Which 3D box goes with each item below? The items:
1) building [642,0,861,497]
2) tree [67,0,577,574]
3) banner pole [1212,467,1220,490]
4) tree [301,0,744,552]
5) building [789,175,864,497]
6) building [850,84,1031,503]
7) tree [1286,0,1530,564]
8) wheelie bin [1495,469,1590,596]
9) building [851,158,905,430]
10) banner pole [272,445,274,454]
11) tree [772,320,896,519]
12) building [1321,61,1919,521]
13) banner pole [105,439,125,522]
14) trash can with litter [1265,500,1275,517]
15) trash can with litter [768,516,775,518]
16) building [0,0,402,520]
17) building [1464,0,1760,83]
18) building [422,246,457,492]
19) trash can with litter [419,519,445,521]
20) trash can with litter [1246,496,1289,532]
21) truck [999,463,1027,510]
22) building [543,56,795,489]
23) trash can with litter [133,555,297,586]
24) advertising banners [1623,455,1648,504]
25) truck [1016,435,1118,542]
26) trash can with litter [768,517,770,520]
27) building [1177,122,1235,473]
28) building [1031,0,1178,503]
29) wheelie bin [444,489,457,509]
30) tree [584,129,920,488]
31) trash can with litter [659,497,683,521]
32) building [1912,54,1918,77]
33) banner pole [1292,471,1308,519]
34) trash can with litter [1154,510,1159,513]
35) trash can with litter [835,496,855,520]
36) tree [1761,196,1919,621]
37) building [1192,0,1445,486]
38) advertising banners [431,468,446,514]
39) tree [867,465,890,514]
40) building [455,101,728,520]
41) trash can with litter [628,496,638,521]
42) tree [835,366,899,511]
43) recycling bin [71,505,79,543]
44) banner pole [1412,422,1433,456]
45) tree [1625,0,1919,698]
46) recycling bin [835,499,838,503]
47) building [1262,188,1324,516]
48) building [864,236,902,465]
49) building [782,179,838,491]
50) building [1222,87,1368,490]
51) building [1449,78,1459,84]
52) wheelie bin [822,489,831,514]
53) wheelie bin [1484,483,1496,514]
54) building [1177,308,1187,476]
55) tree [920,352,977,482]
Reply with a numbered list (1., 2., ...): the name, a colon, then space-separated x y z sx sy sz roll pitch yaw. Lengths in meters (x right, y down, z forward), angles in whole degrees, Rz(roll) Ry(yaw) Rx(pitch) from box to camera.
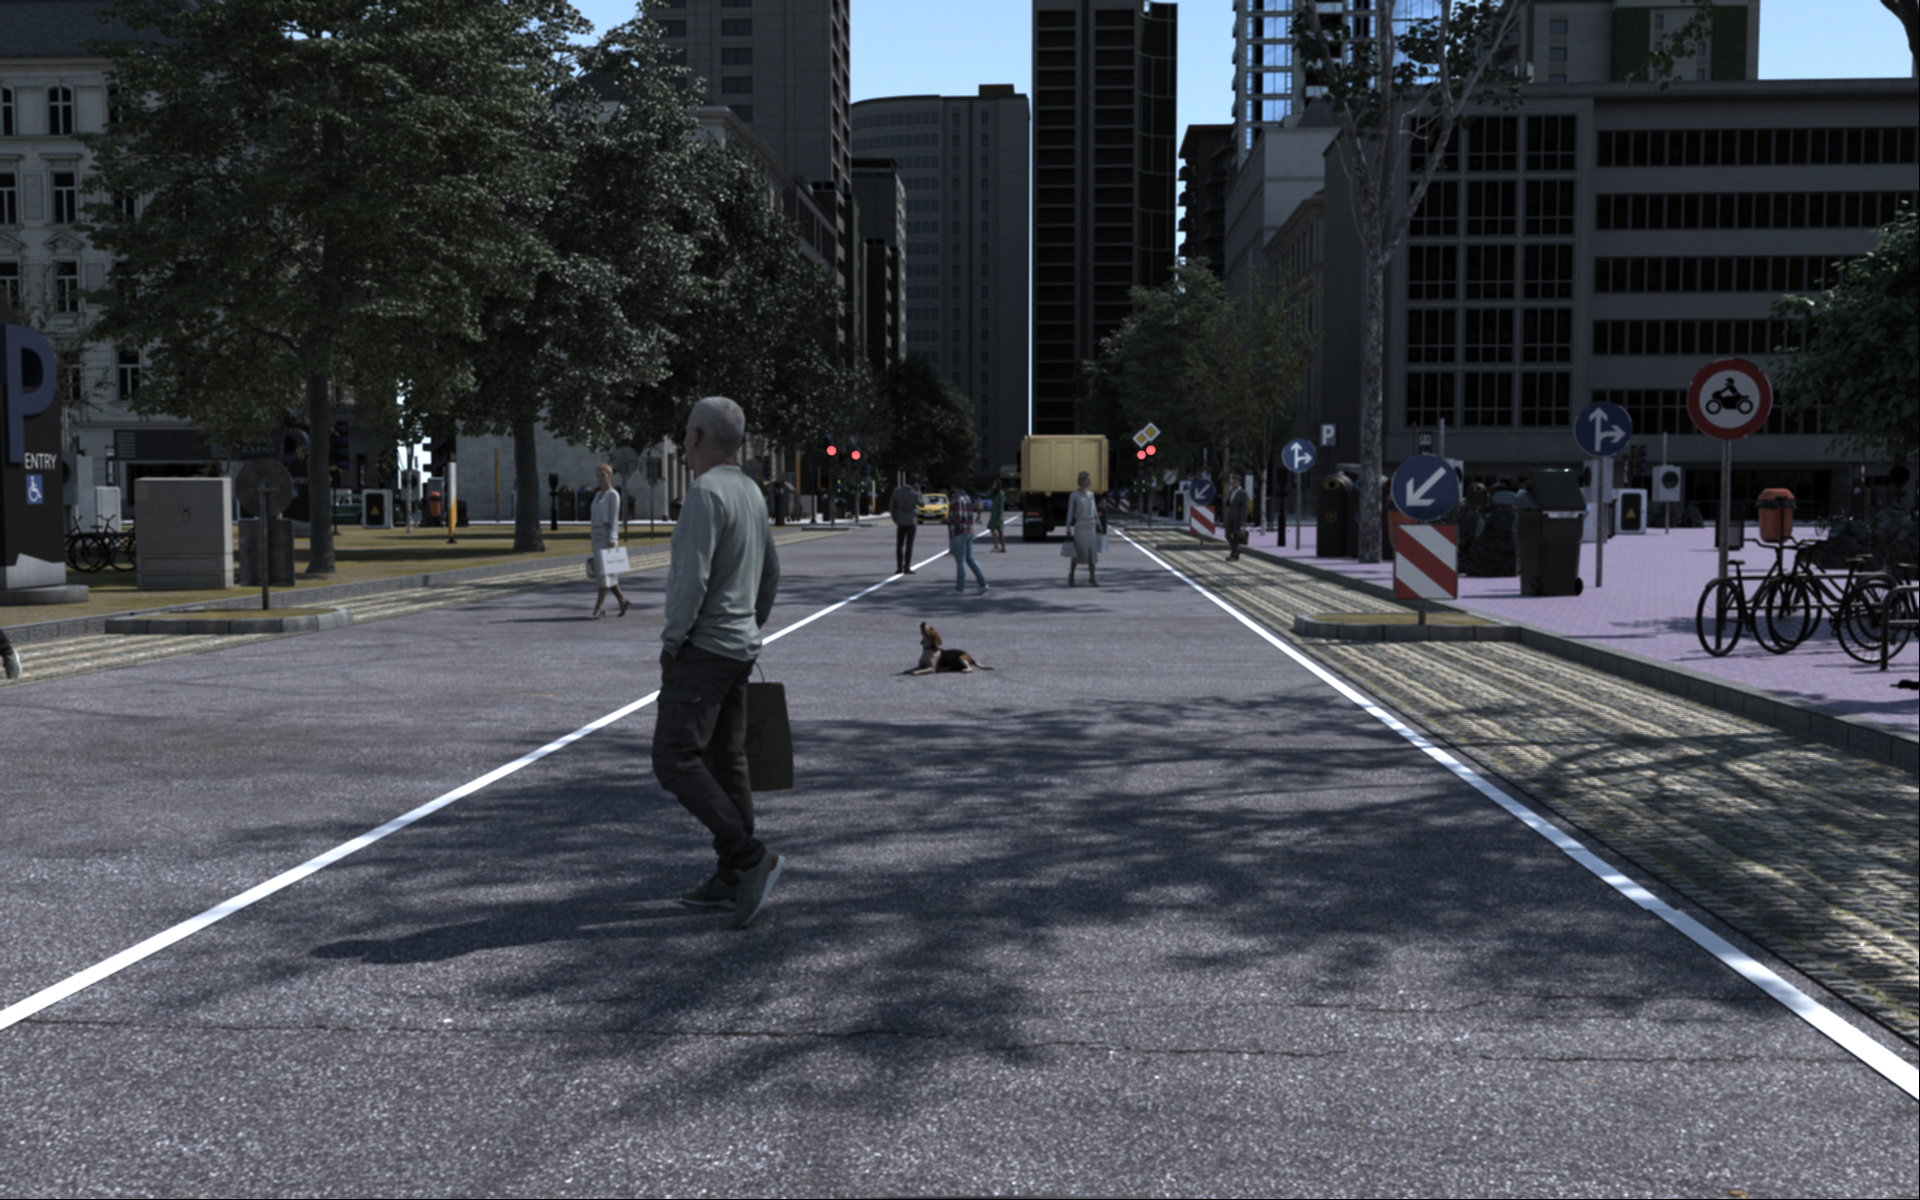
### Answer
1. building: -19.643 -45.132 176.161 20.563 71.187 20.611 0 4 3
2. tree: -9.988 -6.717 27.946 7.486 12.596 7.792 0 3 0
3. banner pole: 20.379 -9.082 138.511 0.863 3.779 0.401 -1 4 -14
4. tree: -9.660 -8.050 38.273 9.857 13.997 8.962 0 3 0
5. building: -17.028 -23.730 159.693 14.160 30.474 14.107 0 4 3
6. building: -3.947 -43.472 252.758 28.212 58.520 21.231 0 4 3
7. tree: 8.913 -10.700 30.835 12.611 20.169 13.585 0 3 0
8. wheelie bin: 7.458 -0.862 21.997 0.980 1.594 0.693 -1 4 -11
9. building: -13.925 -32.358 212.645 14.086 41.232 14.154 0 4 3
10. banner pole: -30.521 -5.377 77.935 0.863 3.779 0.401 -1 4 -9
11. tree: -6.787 -9.443 88.813 7.601 10.594 8.767 0 3 0
12. building: 34.692 -16.487 88.624 30.058 24.678 14.314 0 4 3
13. banner pole: -38.644 -5.451 79.141 0.401 3.779 0.863 2 4 32
14. trash can with litter: 16.157 -4.886 91.272 0.624 1.170 1.055 -3 5 -45
15. trash can with litter: -10.631 -4.894 91.072 2.233 1.210 1.678 -2 4 -32
16. building: -54.617 -19.407 93.720 44.131 29.872 17.030 0 4 3
17. building: 75.338 -40.452 203.384 28.212 58.520 21.231 0 4 3
18. building: -57.658 -34.569 215.315 14.200 45.320 14.600 0 4 3
19. trash can with litter: -24.982 -4.381 82.680 2.233 1.210 1.678 3 5 39
20. trash can with litter: 10.418 -2.946 59.227 1.678 1.210 2.233 1 4 23
21. truck: 4.814 -10.334 157.870 2.839 4.237 11.283 0 4 3
22. building: -19.399 -19.939 113.386 14.401 28.519 23.554 0 4 3
23. trash can with litter: -10.839 -0.866 25.222 2.233 1.210 1.678 -2 4 -27
24. advertising banners: 29.726 -4.900 76.302 0.090 3.025 2.074 -1 4 -8
25. truck: 3.404 -3.648 55.576 3.469 3.379 9.791 0 4 4
26. trash can with litter: -9.701 -4.450 84.142 0.624 1.170 1.055 1 4 20
27. building: 36.786 -33.498 202.321 22.147 44.769 28.867 0 4 3
28. building: 20.792 -49.675 250.433 20.611 71.187 20.563 0 4 3
29. wheelie bin: -30.322 -5.839 103.381 0.693 1.594 0.980 3 5 42
30. tree: -7.885 -8.438 54.964 9.611 12.733 9.660 0 3 0
31. trash can with litter: -13.616 -4.293 81.574 1.055 1.170 0.624 -1 4 -16
32. building: 59.516 -16.329 84.993 19.932 24.808 12.078 0 4 3
33. banner pole: 17.490 -6.066 89.195 0.863 3.779 0.401 1 4 21
34. trash can with litter: 14.318 -6.748 121.388 2.233 1.210 1.678 0 4 3
35. trash can with litter: -5.785 -4.664 87.645 1.055 1.170 0.624 2 4 24
36. tree: 10.119 -2.069 17.537 4.285 4.588 4.351 0 3 0
37. building: 35.578 -52.489 170.862 22.319 86.520 31.000 0 4 3
38. advertising banners: -37.805 -7.931 125.863 0.090 3.025 2.074 1 4 17
39. tree: -5.326 -7.090 110.523 1.663 3.219 1.824 0 3 0
40. building: -19.186 -14.583 93.178 10.420 20.320 16.860 0 4 3
41. trash can with litter: -15.809 -4.388 83.136 0.624 1.170 1.055 0 4 -8
42. tree: -5.628 -8.959 96.840 4.360 8.622 3.978 0 3 0
43. recycling bin: -23.342 -2.030 45.742 0.722 1.027 0.722 1 4 20
44. banner pole: 16.101 -4.317 60.594 0.863 3.779 0.401 1 4 11
45. tree: 6.481 -5.201 10.784 9.928 11.665 9.643 0 3 0
46. recycling bin: -6.613 -4.847 91.807 0.722 1.027 0.722 -3 4 -38
47. building: 26.025 -16.712 109.398 11.583 22.565 21.152 0 4 3
48. building: -14.090 -25.855 194.433 14.160 30.474 14.107 0 4 3
49. building: -18.168 -21.016 137.118 14.314 27.812 24.014 0 4 3
50. building: 27.302 -21.840 134.579 11.434 29.767 29.804 0 4 3
51. building: 60.441 -43.248 249.100 28.212 58.520 21.231 0 4 3
52. wheelie bin: -8.281 -6.216 109.539 0.693 1.594 0.980 2 4 28
53. wheelie bin: 9.737 -1.404 30.868 0.693 1.594 0.980 0 4 -1
54. building: 38.303 -29.125 247.896 14.107 30.474 14.160 0 4 3
55. tree: -3.815 -13.433 136.641 9.611 12.733 9.660 0 3 0
